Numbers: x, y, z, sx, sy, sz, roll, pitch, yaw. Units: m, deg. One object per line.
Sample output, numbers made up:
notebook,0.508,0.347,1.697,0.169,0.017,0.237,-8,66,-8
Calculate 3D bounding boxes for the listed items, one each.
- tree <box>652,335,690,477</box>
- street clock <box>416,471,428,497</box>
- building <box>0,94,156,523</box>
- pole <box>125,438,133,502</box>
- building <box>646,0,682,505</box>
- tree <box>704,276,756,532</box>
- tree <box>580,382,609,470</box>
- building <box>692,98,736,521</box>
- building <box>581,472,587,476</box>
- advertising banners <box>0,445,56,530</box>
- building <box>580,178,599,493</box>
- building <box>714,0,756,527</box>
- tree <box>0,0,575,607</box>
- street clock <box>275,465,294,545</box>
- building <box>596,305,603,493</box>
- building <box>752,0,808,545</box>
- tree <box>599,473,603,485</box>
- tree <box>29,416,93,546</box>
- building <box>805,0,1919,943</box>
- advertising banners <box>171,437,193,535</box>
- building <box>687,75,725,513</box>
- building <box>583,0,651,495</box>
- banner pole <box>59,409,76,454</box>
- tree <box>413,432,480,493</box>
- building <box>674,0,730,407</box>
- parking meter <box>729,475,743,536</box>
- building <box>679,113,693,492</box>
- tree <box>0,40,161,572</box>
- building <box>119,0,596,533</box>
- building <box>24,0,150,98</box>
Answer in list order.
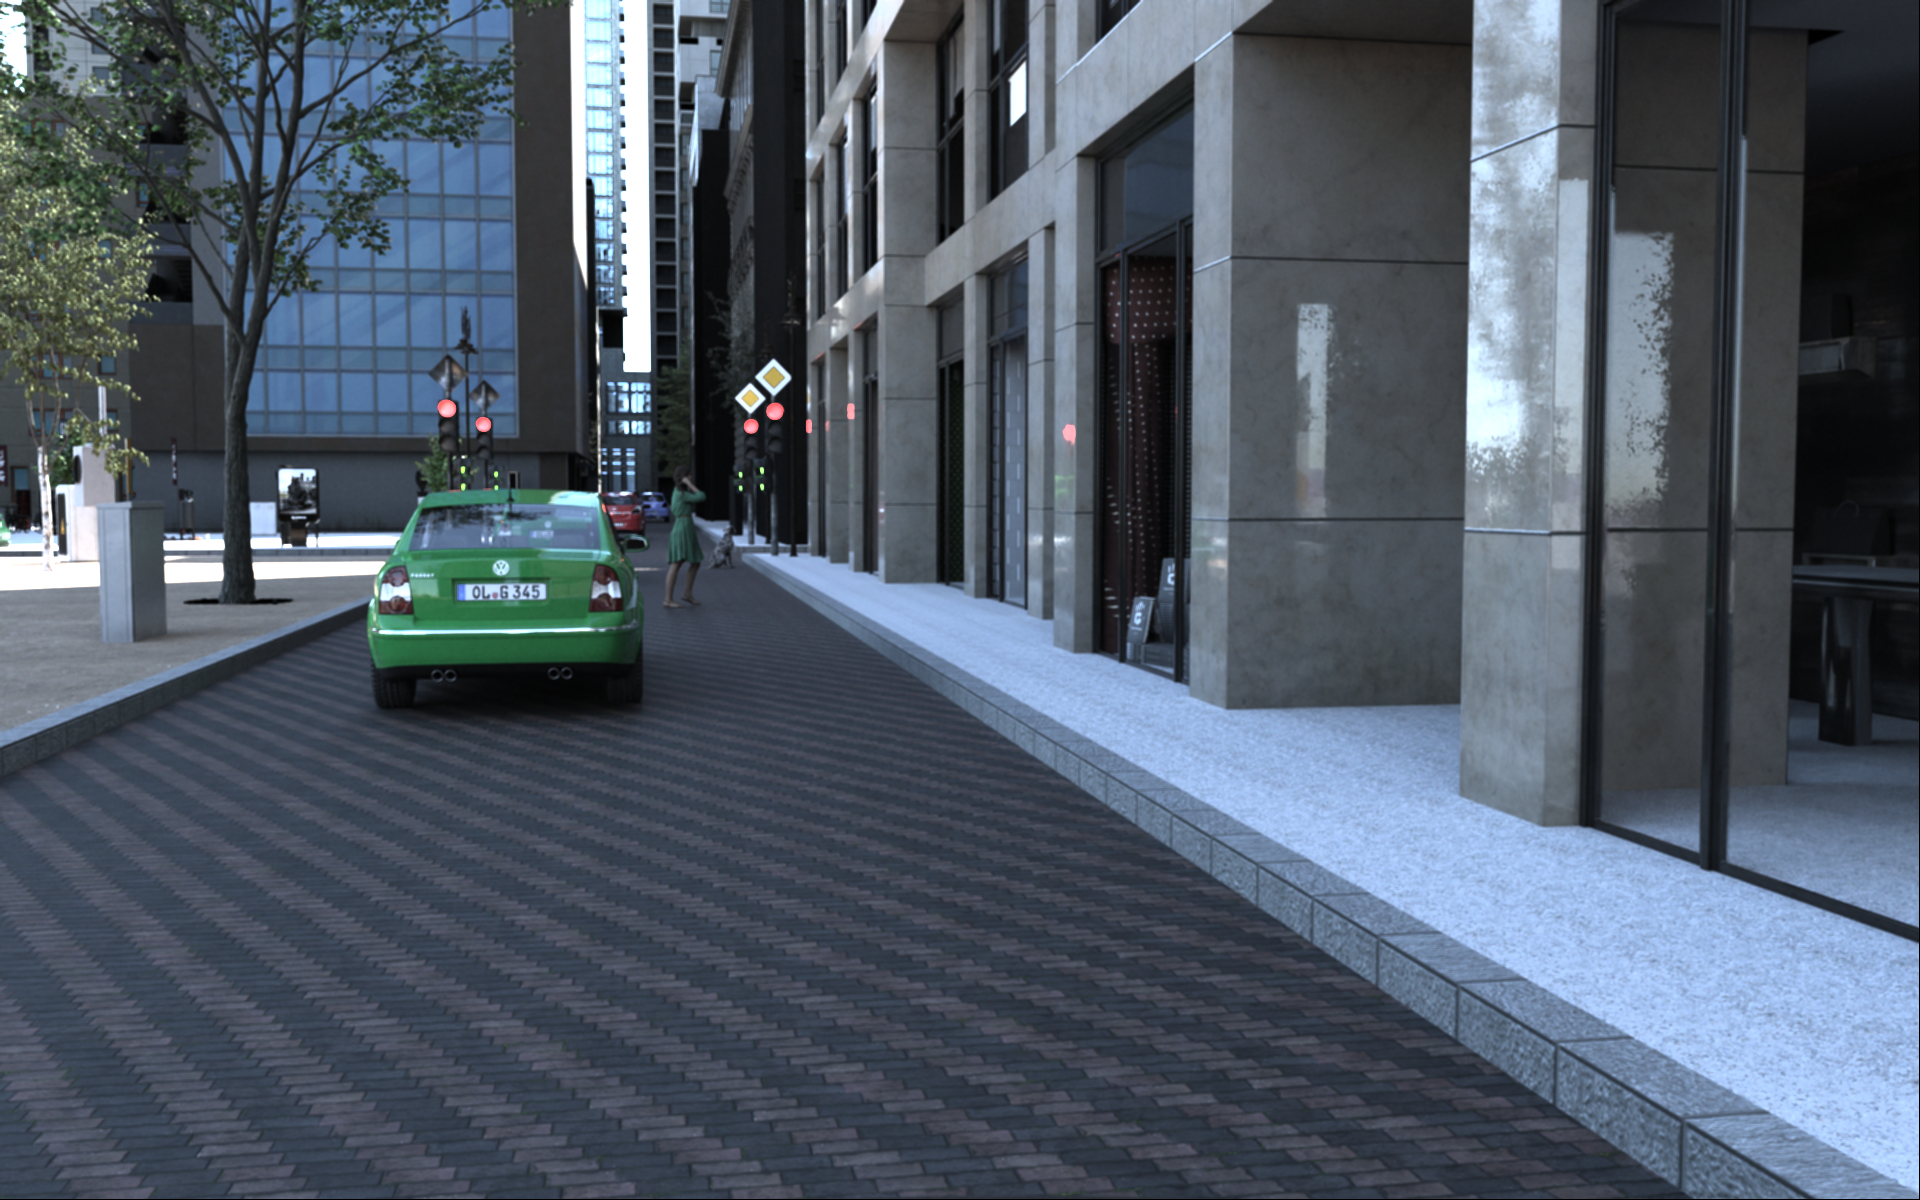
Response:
tree,-18.225,-12.546,123.255,7.486,12.596,7.792,0,3,0
street clock,-16.566,-2.985,53.383,0.358,2.002,0.471,-3,5,-39
building,-34.959,-15.033,90.834,27.650,21.520,28.899,-1,4,-10
pole,-30.492,-4.265,63.576,0.158,3.312,0.155,0,3,0
building,-27.401,-47.209,210.116,20.611,71.187,20.563,-1,4,-10
tree,-6.763,-6.612,58.470,4.360,8.622,3.978,0,3,0
tree,-24.823,-9.858,111.542,4.360,8.622,3.978,0,3,0
building,-7.603,-16.006,91.375,12.332,23.373,15.834,-1,4,-10
building,-39.410,-28.959,128.102,22.147,44.769,28.867,-1,4,-10
advertising banners,-33.826,-4.061,62.579,2.074,3.025,0.090,-3,5,-43
building,-38.943,-23.178,150.668,14.160,30.474,14.107,-1,4,-10
building,-4.280,-14.915,72.740,11.050,23.489,19.941,-1,4,-10
tree,-8.313,-5.766,20.035,9.928,11.665,9.643,0,3,0
street clock,-17.003,-2.396,43.739,0.471,2.002,0.358,1,4,19
building,-51.472,-20.239,175.951,28.899,21.520,27.650,-1,4,-10
building,2.331,-13.491,50.250,15.834,23.373,12.332,-1,4,-10
tree,-35.093,-10.911,162.107,4.285,4.588,4.351,0,3,0
tree,-22.036,-2.974,43.222,1.663,3.219,1.824,0,3,0
building,9.301,-13.219,20.643,19.350,26.468,34.151,-1,4,-10
advertising banners,-24.481,-3.566,54.495,0.090,3.025,2.074,-1,4,-8
building,-10.683,-17.792,108.915,12.078,24.808,19.932,-1,4,-10
building,-52.819,-54.589,205.198,31.000,86.520,22.319,-1,4,-10
banner pole,-26.224,-3.735,51.090,0.401,3.779,0.863,1,4,14
tree,-14.066,-3.221,47.272,1.663,3.219,1.824,0,3,0
building,-11.995,-34.746,157.334,28.713,52.752,27.495,-1,4,-10
parking meter,-6.925,-2.930,53.611,0.255,1.863,0.399,3,4,37
building,-14.836,-22.268,135.791,14.160,30.474,14.107,-1,4,-10
tree,-14.877,-4.745,27.943,4.737,8.622,4.395,0,3,0
building,-20.944,-25.234,62.680,14.600,45.320,14.200,-1,4,-10
building,-92.807,-46.503,198.569,20.611,71.187,20.563,-1,4,-10
